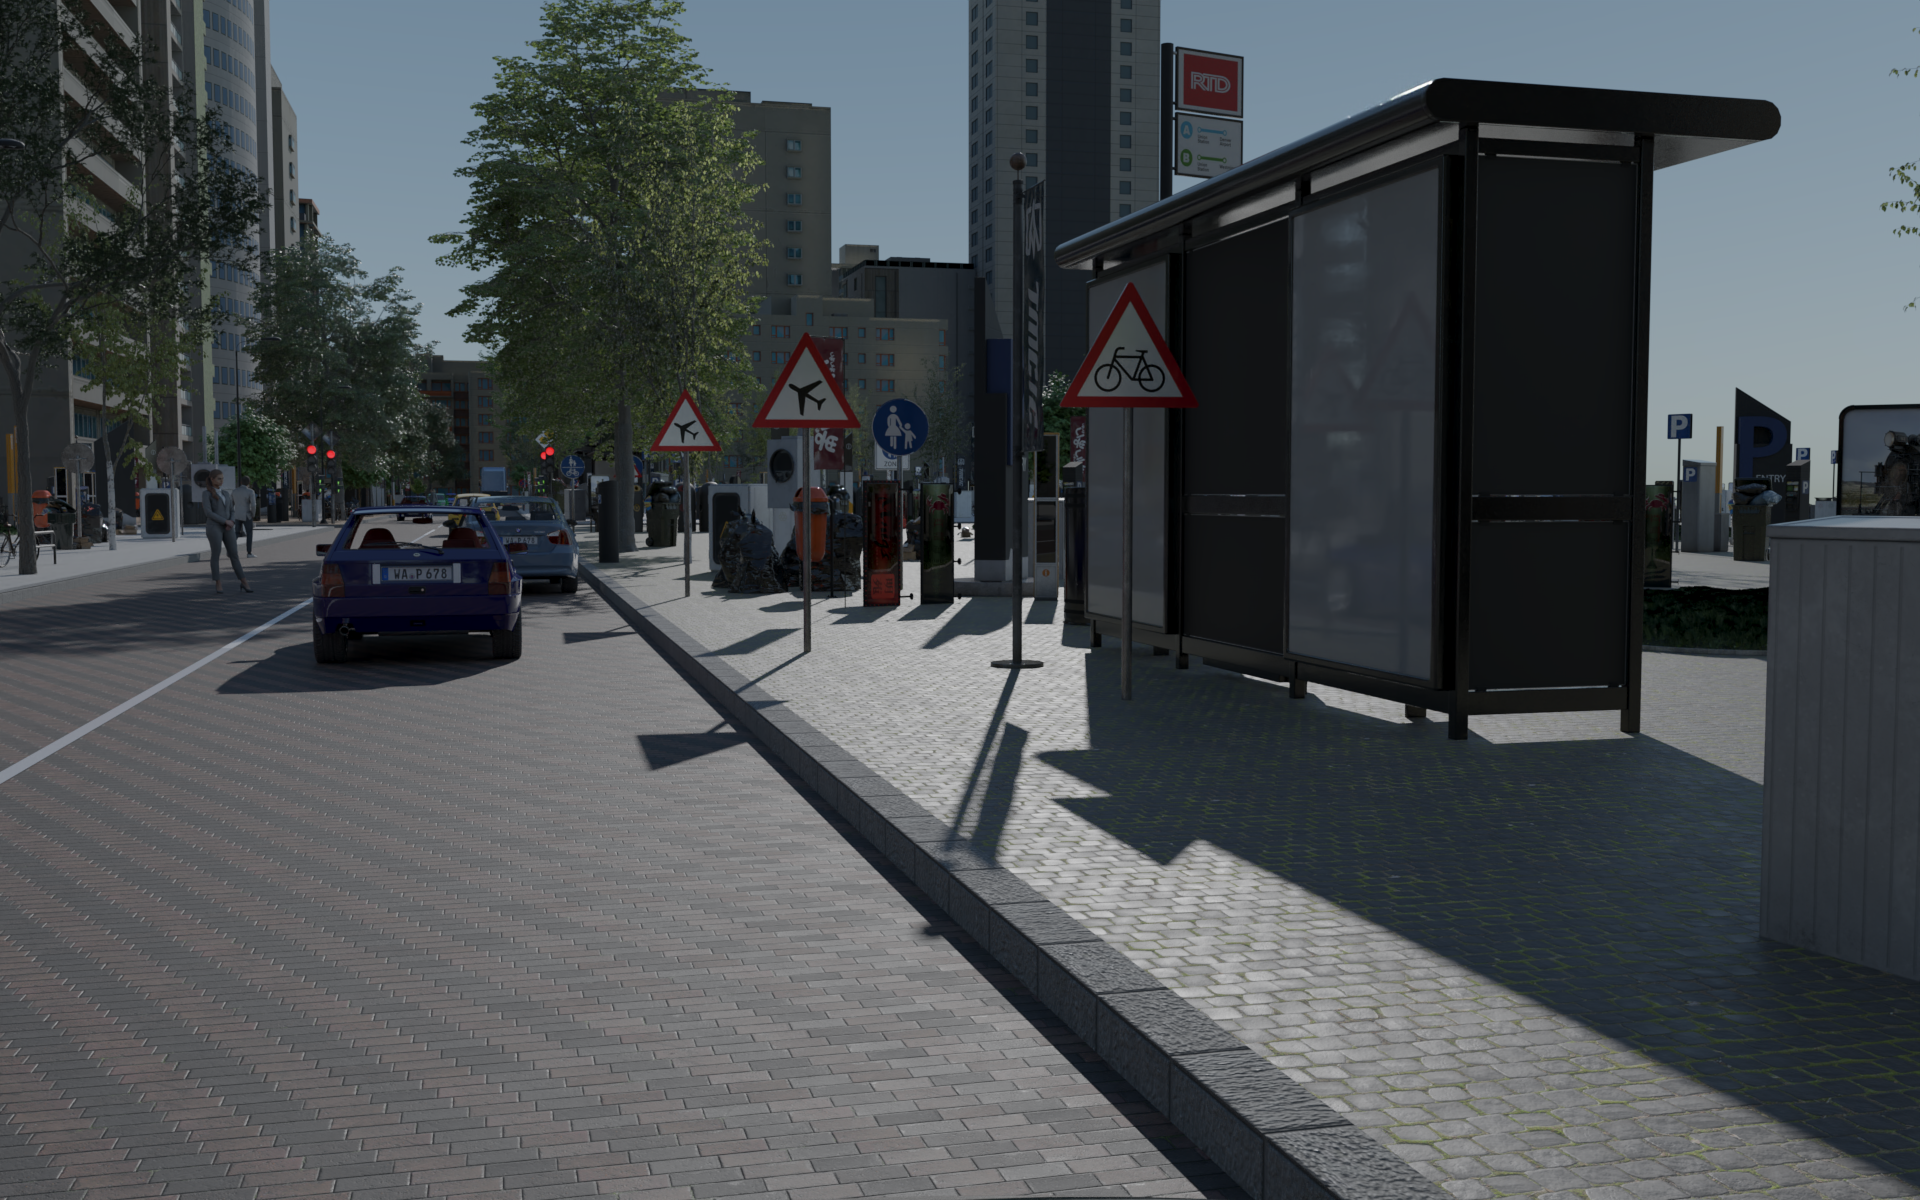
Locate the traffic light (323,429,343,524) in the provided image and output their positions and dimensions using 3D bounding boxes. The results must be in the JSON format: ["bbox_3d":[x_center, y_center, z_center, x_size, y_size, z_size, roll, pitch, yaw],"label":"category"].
[{"bbox_3d":[-26.994,-5.235,74.509,0.839,4.253,0.868,-1,4,-15],"label":"traffic light"}]

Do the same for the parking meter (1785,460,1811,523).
[{"bbox_3d":[14.245,-1.454,29.482,0.399,1.863,0.255,-3,4,-37],"label":"parking meter"}]

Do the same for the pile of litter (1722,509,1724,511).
[{"bbox_3d":[27.639,-3.039,63.650,1.176,0.858,1.719,-2,4,-27],"label":"pile of litter"}]

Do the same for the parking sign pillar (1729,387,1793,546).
[{"bbox_3d":[20.125,-3.362,43.433,1.447,3.967,1.447,1,4,15],"label":"parking sign pillar"}]

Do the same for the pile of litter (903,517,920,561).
[{"bbox_3d":[-1.059,-1.223,33.955,1.176,0.858,1.719,-1,4,-10],"label":"pile of litter"}]

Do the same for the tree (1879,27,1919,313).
[{"bbox_3d":[13.963,-4.408,22.431,4.360,8.622,3.978,0,3,0],"label":"tree"}]

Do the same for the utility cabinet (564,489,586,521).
[{"bbox_3d":[-17.948,-4.411,80.792,0.318,1.500,1.173,2,4,27],"label":"utility cabinet"}]

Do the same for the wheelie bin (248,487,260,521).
[{"bbox_3d":[-33.284,-4.486,81.247,0.980,1.594,0.693,2,4,29],"label":"wheelie bin"}]

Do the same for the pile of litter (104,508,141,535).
[{"bbox_3d":[-26.464,-2.482,54.549,1.719,0.858,1.176,-2,4,-29],"label":"pile of litter"}]

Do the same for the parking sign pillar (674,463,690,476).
[{"bbox_3d":[-15.651,-6.661,97.373,1.447,3.967,1.447,-2,4,-35],"label":"parking sign pillar"}]

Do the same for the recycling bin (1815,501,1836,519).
[{"bbox_3d":[31.036,-3.024,61.994,0.722,1.027,0.722,2,4,32],"label":"recycling bin"}]

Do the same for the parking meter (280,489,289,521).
[{"bbox_3d":[-31.726,-4.460,81.329,0.372,1.533,0.369,0,3,0],"label":"parking meter"}]

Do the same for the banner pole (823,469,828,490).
[{"bbox_3d":[-6.975,-6.108,89.884,0.401,3.779,0.863,1,4,18],"label":"banner pole"}]

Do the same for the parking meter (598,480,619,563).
[{"bbox_3d":[-6.576,-1.468,32.408,0.372,1.533,0.369,0,3,0],"label":"parking meter"}]

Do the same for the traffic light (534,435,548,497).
[{"bbox_3d":[-18.437,-5.375,76.805,0.839,4.253,0.868,-1,4,-15],"label":"traffic light"}]

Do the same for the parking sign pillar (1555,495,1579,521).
[{"bbox_3d":[21.576,-4.429,60.893,1.447,3.967,1.447,-2,4,-25],"label":"parking sign pillar"}]

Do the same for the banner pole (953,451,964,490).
[{"bbox_3d":[-0.089,-6.813,101.410,0.863,3.779,0.401,0,4,-3],"label":"banner pole"}]

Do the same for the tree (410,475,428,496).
[{"bbox_3d":[-59.501,-11.935,189.742,1.663,3.219,1.824,0,3,0],"label":"tree"}]

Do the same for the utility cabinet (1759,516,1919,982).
[{"bbox_3d":[2.636,0.402,4.587,0.306,1.237,1.020,-2,4,-23],"label":"utility cabinet"}]

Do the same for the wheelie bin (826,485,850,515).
[{"bbox_3d":[-4.137,-3.111,58.766,0.693,1.594,0.980,2,4,35],"label":"wheelie bin"}]

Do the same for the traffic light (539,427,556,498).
[{"bbox_3d":[-16.373,-4.903,69.090,0.839,4.253,0.868,-1,4,-15],"label":"traffic light"}]

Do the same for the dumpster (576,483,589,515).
[{"bbox_3d":[-19.163,-5.109,89.295,1.264,1.857,1.865,-1,4,-15],"label":"dumpster"}]

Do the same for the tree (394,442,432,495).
[{"bbox_3d":[-51.386,-12.829,160.114,4.737,8.622,4.395,0,3,0],"label":"tree"}]

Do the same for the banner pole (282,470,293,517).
[{"bbox_3d":[-37.508,-6.522,96.650,0.401,3.779,0.863,2,4,24],"label":"banner pole"}]

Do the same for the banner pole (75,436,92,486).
[{"bbox_3d":[-37.651,-5.160,74.382,0.863,3.779,0.401,-3,5,-44],"label":"banner pole"}]

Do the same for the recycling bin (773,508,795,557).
[{"bbox_3d":[-3.362,-1.215,32.424,0.722,1.027,0.722,-3,4,-38],"label":"recycling bin"}]

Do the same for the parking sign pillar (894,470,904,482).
[{"bbox_3d":[-3.501,-6.671,97.539,1.447,3.967,1.447,1,4,13],"label":"parking sign pillar"}]

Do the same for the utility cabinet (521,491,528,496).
[{"bbox_3d":[-36.128,-8.283,144.111,0.318,1.500,1.173,0,4,8],"label":"utility cabinet"}]

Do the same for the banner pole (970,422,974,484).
[{"bbox_3d":[0.729,-2.940,38.083,0.401,3.779,0.863,3,5,44],"label":"banner pole"}]

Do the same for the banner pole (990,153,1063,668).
[{"bbox_3d":[0.485,-1.381,12.591,0.401,3.779,0.863,-1,4,-15],"label":"banner pole"}]

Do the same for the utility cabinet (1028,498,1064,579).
[{"bbox_3d":[1.255,-0.932,26.405,1.020,1.237,0.306,3,5,43],"label":"utility cabinet"}]

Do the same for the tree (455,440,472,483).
[{"bbox_3d":[-63.418,-17.761,207.399,9.611,12.733,9.660,0,3,0],"label":"tree"}]

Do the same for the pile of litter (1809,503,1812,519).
[{"bbox_3d":[39.745,-4.074,80.581,1.176,0.858,1.719,0,4,-6],"label":"pile of litter"}]

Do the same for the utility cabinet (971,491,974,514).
[{"bbox_3d":[0.363,-6.298,111.650,1.173,1.500,0.318,0,4,0],"label":"utility cabinet"}]

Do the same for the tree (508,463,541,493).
[{"bbox_3d":[-39.062,-10.569,156.510,4.285,4.588,4.351,0,3,0],"label":"tree"}]

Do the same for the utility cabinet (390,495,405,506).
[{"bbox_3d":[-41.686,-7.173,128.432,1.020,1.237,0.306,-1,4,-19],"label":"utility cabinet"}]

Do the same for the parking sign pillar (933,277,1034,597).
[{"bbox_3d":[0.540,-2.063,22.207,1.447,3.967,1.447,1,4,15],"label":"parking sign pillar"}]

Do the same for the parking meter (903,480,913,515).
[{"bbox_3d":[-2.158,-4.065,72.169,0.255,1.863,0.399,-3,5,-43],"label":"parking meter"}]

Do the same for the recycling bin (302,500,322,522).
[{"bbox_3d":[-29.636,-4.076,79.195,0.722,1.027,0.722,0,4,-7],"label":"recycling bin"}]

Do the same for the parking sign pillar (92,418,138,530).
[{"bbox_3d":[-29.660,-4.417,60.688,1.447,3.967,1.447,-3,5,-43],"label":"parking sign pillar"}]

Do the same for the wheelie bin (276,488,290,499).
[{"bbox_3d":[-36.306,-5.182,92.640,0.980,1.594,0.693,2,4,29],"label":"wheelie bin"}]

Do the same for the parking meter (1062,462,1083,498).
[{"bbox_3d":[2.030,-1.563,31.266,0.255,1.863,0.399,2,4,28],"label":"parking meter"}]

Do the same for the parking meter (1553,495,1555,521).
[{"bbox_3d":[24.073,-3.912,69.679,0.255,1.863,0.399,-2,4,-27],"label":"parking meter"}]

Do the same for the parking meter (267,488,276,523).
[{"bbox_3d":[-30.452,-4.171,76.599,0.372,1.533,0.369,0,3,0],"label":"parking meter"}]

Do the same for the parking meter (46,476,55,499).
[{"bbox_3d":[-26.999,-2.810,51.649,0.399,1.863,0.255,-3,5,-40],"label":"parking meter"}]

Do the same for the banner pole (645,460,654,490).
[{"bbox_3d":[-20.859,-7.721,116.258,0.863,3.779,0.401,1,4,20],"label":"banner pole"}]

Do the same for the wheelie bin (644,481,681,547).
[{"bbox_3d":[-7.242,-2.106,42.341,0.693,1.594,0.980,2,4,35],"label":"wheelie bin"}]

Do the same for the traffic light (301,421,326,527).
[{"bbox_3d":[-24.931,-4.763,66.794,0.839,4.253,0.868,-1,4,-15],"label":"traffic light"}]

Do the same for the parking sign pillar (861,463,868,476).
[{"bbox_3d":[-8.174,-9.907,150.448,1.447,3.967,1.447,1,4,14],"label":"parking sign pillar"}]

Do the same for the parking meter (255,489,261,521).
[{"bbox_3d":[-33.586,-4.540,82.634,0.372,1.533,0.369,0,3,0],"label":"parking meter"}]

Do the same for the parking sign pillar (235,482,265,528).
[{"bbox_3d":[-27.421,-4.706,65.418,1.447,3.967,1.447,0,4,2],"label":"parking sign pillar"}]

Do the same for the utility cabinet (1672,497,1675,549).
[{"bbox_3d":[16.678,-1.839,41.237,0.306,1.237,1.020,0,4,3],"label":"utility cabinet"}]

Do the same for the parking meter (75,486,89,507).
[{"bbox_3d":[-27.034,-2.749,53.363,0.372,1.533,0.369,0,3,0],"label":"parking meter"}]

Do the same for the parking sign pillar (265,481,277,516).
[{"bbox_3d":[-41.086,-6.961,102.286,1.447,3.967,1.447,-3,4,-38],"label":"parking sign pillar"}]

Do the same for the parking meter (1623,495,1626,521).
[{"bbox_3d":[15.891,-2.006,41.211,0.372,1.533,0.369,0,3,0],"label":"parking meter"}]

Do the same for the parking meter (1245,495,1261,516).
[{"bbox_3d":[6.660,-2.056,39.330,0.255,1.863,0.399,-1,4,-16],"label":"parking meter"}]

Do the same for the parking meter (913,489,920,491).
[{"bbox_3d":[-2.102,-4.616,83.874,0.372,1.533,0.369,0,3,0],"label":"parking meter"}]

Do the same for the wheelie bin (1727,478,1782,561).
[{"bbox_3d":[15.241,-1.552,33.277,0.980,1.594,0.693,2,4,33],"label":"wheelie bin"}]
